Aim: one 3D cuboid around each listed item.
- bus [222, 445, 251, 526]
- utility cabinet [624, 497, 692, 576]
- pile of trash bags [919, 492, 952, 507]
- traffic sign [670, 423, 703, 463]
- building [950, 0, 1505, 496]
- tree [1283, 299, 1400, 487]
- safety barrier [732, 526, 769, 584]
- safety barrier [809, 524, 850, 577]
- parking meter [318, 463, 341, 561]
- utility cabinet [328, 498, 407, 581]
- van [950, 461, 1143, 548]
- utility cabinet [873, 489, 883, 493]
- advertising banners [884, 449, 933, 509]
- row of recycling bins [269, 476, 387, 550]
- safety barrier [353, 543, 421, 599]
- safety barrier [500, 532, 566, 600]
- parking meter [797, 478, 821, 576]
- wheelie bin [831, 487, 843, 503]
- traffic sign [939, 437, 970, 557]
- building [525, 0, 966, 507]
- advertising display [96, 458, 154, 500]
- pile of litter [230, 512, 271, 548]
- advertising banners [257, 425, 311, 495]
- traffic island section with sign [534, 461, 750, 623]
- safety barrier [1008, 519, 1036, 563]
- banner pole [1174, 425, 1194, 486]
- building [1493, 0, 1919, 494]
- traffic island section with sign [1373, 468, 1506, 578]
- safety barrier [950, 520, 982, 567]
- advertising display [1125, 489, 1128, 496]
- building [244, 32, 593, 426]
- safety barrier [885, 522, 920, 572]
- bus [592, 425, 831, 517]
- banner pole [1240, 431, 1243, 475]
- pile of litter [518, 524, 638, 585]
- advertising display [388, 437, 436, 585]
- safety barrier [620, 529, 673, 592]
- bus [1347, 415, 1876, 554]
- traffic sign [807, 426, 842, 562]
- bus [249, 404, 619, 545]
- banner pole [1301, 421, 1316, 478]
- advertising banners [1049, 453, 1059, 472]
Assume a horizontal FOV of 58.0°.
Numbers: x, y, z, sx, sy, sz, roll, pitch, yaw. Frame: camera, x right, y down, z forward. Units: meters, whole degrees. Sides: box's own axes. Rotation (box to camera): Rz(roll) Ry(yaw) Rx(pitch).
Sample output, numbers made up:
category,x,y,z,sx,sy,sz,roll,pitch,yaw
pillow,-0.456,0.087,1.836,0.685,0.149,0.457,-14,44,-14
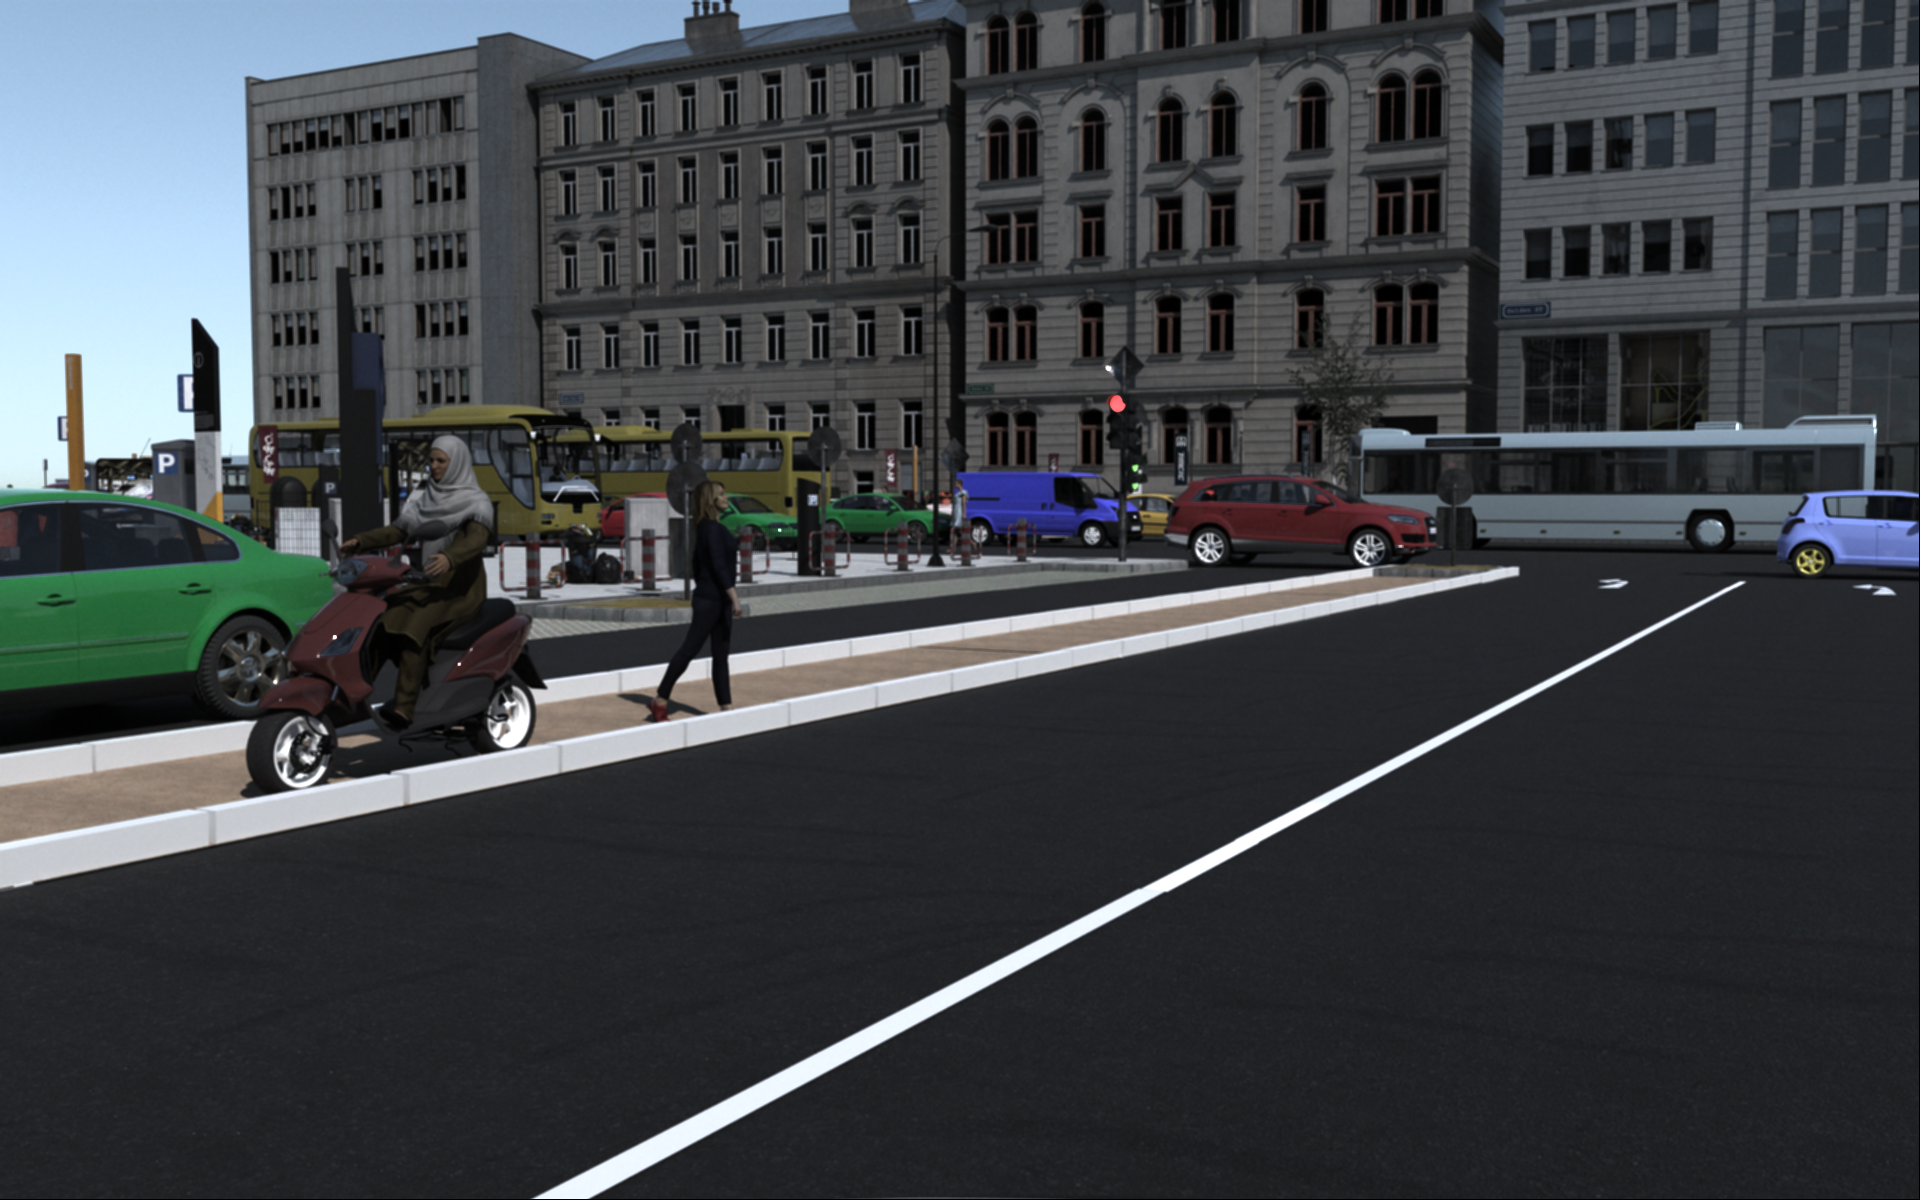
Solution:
category,x,y,z,sx,sy,sz,roll,pitch,yaw
bus,-26.811,-4.539,69.066,13.247,3.499,2.948,2,4,29
utility cabinet,-4.765,-0.992,27.375,1.020,1.237,0.306,-2,4,-28
pile of trash bags,-1.814,-3.992,75.022,3.447,1.369,1.912,-3,4,-36
traffic sign,-4.924,-1.892,31.033,0.768,2.556,0.104,2,4,34
building,12.861,-17.753,77.658,23.554,28.519,14.401,2,4,29
tree,14.590,-7.092,66.311,4.360,8.622,3.978,0,3,0
safety barrier,-3.066,-0.646,24.832,0.300,0.817,1.120,2,4,29
safety barrier,-2.012,-0.763,26.751,0.300,0.817,1.120,2,4,29
parking meter,-12.006,-1.672,33.056,0.399,1.863,0.255,-2,4,-24
utility cabinet,-8.525,-0.844,24.959,1.020,1.237,0.306,-3,4,-37
van,2.413,-2.623,47.271,5.245,2.365,2.240,2,4,30
utility cabinet,-3.738,-4.334,79.547,0.318,1.500,1.173,1,4,10
advertising banners,-1.971,-4.343,67.203,2.074,3.025,0.090,-1,4,-20
row of recycling bins,-14.222,-2.040,40.461,3.534,1.692,1.069,-1,4,-23
safety barrier,-6.229,-0.293,19.071,0.300,0.817,1.120,2,4,29
safety barrier,-5.172,-0.411,20.992,0.300,0.817,1.120,2,4,29
parking meter,-2.358,-1.143,27.093,0.372,1.533,0.369,0,3,0
wheelie bin,-5.708,-4.222,76.945,0.980,1.594,0.693,-1,4,-19
traffic sign,-0.134,-2.081,35.211,0.795,2.450,0.064,3,4,37
building,-8.529,-17.859,89.265,25.104,27.353,12.463,2,4,29
advertising display,-15.098,-1.602,31.401,0.974,1.923,0.123,-1,4,-15
pile of litter,-16.668,-1.636,40.719,1.176,0.858,1.719,1,4,21
advertising banners,-16.812,-2.924,43.992,2.074,3.025,0.090,0,4,5
traffic island section with sign,-3.544,-0.707,20.187,1.989,1.847,2.006,2,4,29
safety barrier,1.161,-1.117,32.539,0.300,0.817,1.120,2,4,29
banner pole,8.178,-4.456,62.873,0.863,3.779,0.401,-1,4,-9
building,36.232,-17.516,63.871,29.804,29.767,11.434,2,4,29
traffic island section with sign,8.485,-1.353,30.256,2.006,1.907,1.989,2,4,29
safety barrier,0.109,-1.000,30.619,0.300,0.817,1.120,2,4,29
advertising display,5.986,-3.481,62.126,0.123,1.923,0.974,-1,4,-18
building,-28.813,-17.195,99.168,19.932,24.808,12.078,2,4,29
safety barrier,-0.949,-0.882,28.692,0.300,0.817,1.120,2,4,29
bus,-10.362,-4.301,61.872,12.252,3.916,2.896,2,4,30
banner pole,11.176,-4.831,69.011,0.401,3.779,0.863,0,4,5
pile of litter,-5.437,-0.673,24.961,1.719,0.858,1.176,1,4,13
advertising display,-6.240,-0.912,20.121,0.123,1.923,0.974,2,4,24
safety barrier,-4.120,-0.528,22.912,0.300,0.817,1.120,2,4,29
bus,15.724,-3.002,43.935,13.247,3.499,2.948,2,4,28
traffic sign,-2.563,-1.983,32.534,0.768,2.556,0.104,2,4,29
bus,-15.355,-3.553,49.632,12.252,3.916,2.896,2,4,31
banner pole,12.081,-4.278,59.967,0.401,3.779,0.863,-2,4,-29
advertising banners,3.411,-4.824,75.057,2.074,3.025,0.090,2,4,35
